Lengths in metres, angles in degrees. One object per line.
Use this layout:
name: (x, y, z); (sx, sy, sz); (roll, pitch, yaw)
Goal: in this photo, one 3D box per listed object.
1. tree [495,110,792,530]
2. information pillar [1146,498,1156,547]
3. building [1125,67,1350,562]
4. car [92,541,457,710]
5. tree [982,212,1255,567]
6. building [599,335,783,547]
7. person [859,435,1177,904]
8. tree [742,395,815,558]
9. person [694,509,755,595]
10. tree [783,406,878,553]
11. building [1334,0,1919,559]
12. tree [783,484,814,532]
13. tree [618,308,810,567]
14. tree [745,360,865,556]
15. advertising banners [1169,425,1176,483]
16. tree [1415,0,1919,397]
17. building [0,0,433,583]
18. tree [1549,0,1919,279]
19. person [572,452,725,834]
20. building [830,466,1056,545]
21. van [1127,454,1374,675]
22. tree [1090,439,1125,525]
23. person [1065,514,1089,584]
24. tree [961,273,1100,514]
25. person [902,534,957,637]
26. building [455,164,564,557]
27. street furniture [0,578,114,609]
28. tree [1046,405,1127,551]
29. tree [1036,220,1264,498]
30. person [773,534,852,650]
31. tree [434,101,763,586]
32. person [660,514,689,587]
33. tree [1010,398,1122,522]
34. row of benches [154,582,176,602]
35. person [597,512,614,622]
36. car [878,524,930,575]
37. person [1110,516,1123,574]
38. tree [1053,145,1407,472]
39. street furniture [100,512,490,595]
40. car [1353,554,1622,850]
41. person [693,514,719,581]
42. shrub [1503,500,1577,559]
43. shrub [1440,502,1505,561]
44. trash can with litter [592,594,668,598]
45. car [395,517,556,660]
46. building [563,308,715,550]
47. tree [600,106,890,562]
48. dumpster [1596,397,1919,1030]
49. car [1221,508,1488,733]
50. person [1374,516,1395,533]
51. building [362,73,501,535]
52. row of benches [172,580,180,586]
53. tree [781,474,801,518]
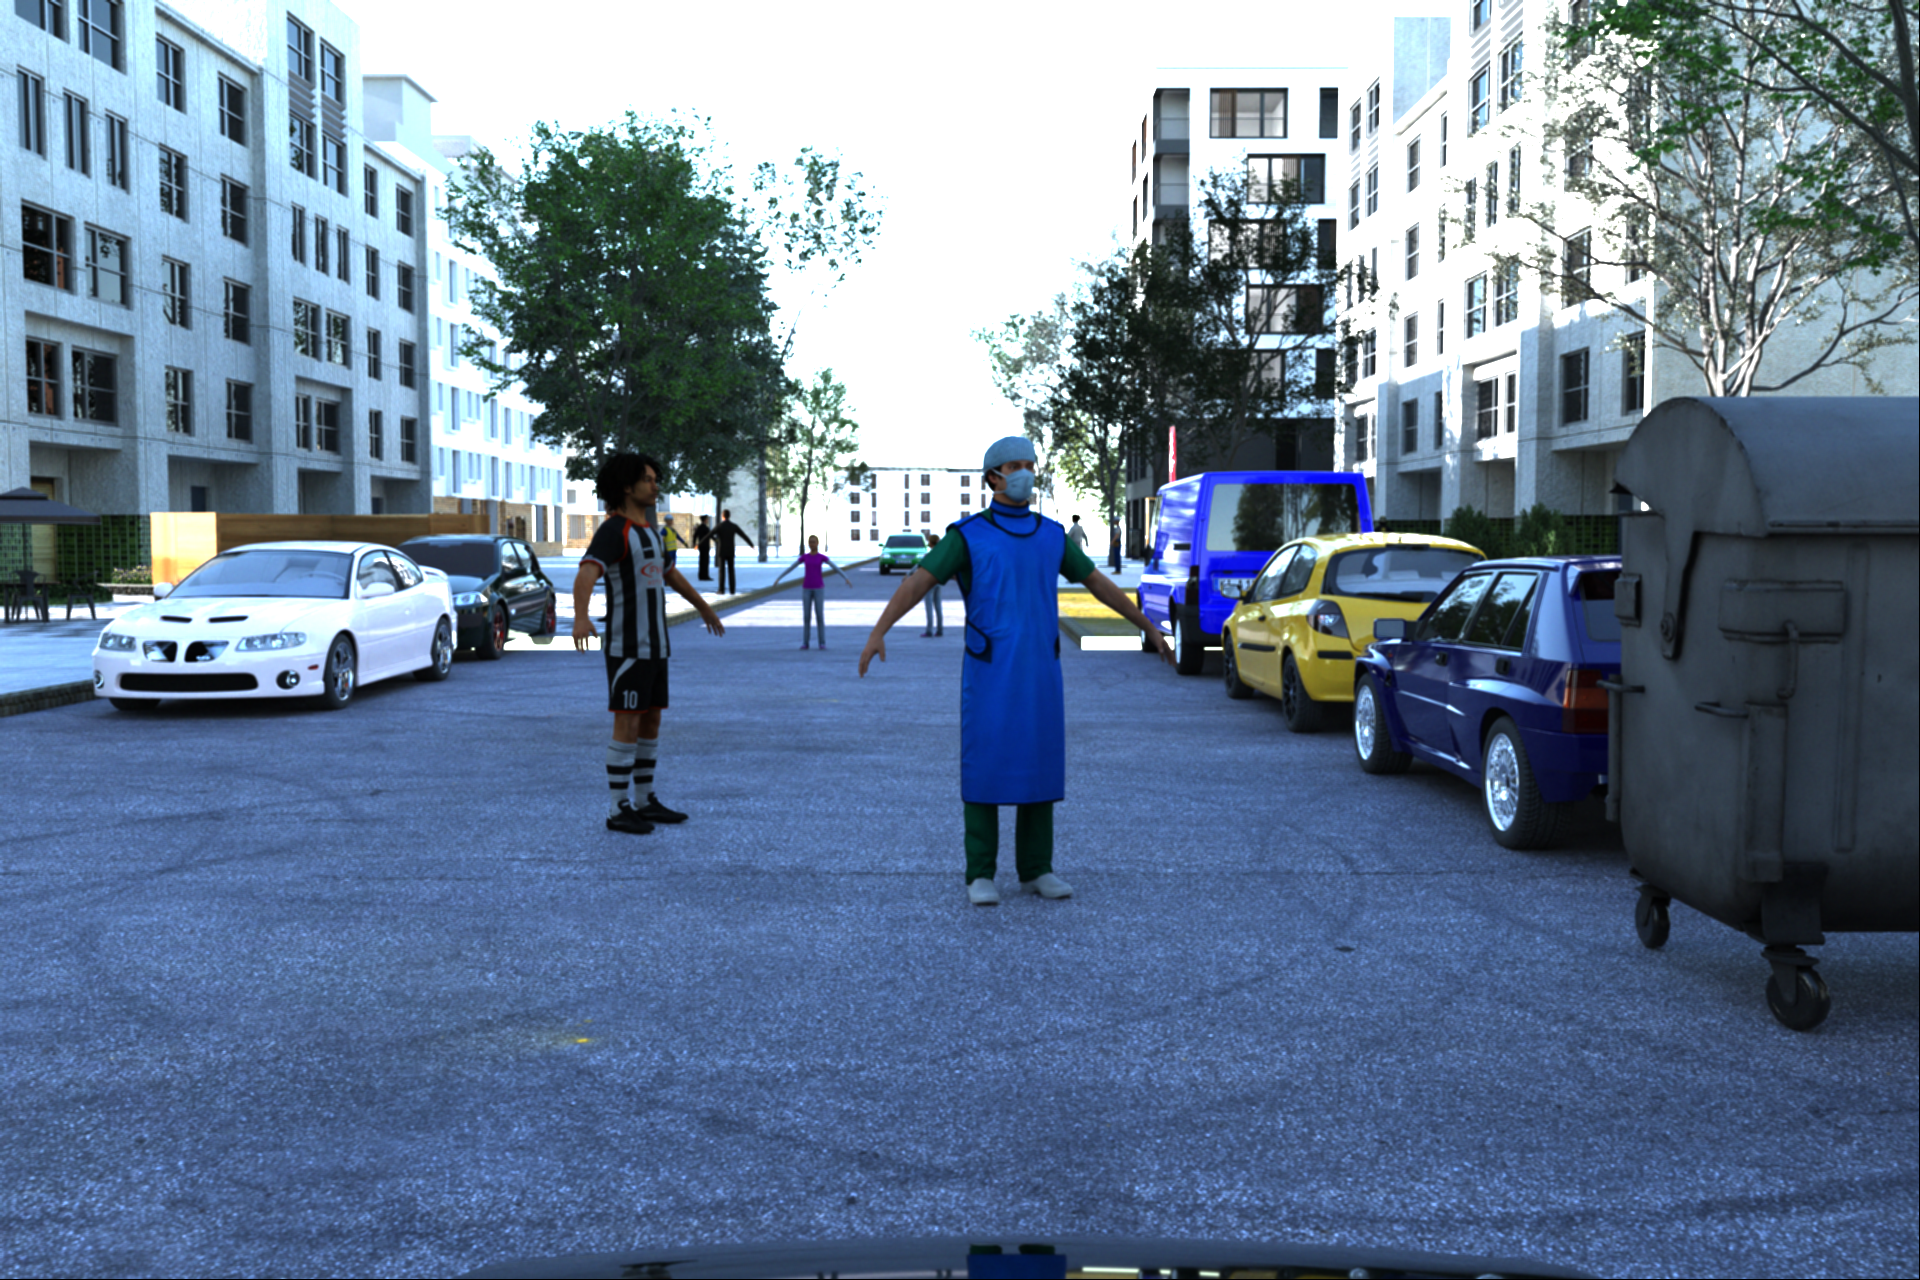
tree: (-9.454, -8.942, 52.862); (9.857, 13.997, 8.962); (0, 3, 0)
information pillar: (3.957, -1.889, 35.385); (0.304, 2.012, 0.304); (0, 4, 0)
building: (22.581, -15.193, 92.379); (27.936, 21.610, 32.646); (0, 4, 0)
car: (-5.956, -0.198, 15.595); (2.083, 1.381, 4.827); (0, 3, 0)
tree: (5.882, -9.595, 67.241); (12.009, 13.543, 11.850); (0, 3, 0)
building: (-28.835, -21.393, 180.709); (19.493, 23.208, 18.063); (0, 4, 0)
person: (0.214, 0.109, 6.797); (1.347, 1.817, 0.704); (-1, 4, -23)
tree: (-9.643, -8.601, 90.986); (4.360, 8.622, 3.978); (0, 3, 0)
person: (-4.961, -1.865, 36.712); (1.346, 1.802, 0.704); (-2, 4, -25)
tree: (-8.966, -11.312, 119.356); (7.601, 10.594, 8.767); (-3, 4, -36)
building: (23.098, -11.362, 52.226); (16.747, 18.905, 31.486); (0, 4, 0)
tree: (-19.965, -16.443, 219.203); (4.360, 8.622, 3.978); (0, 3, 0)
tree: (-9.486, -8.082, 66.550); (8.767, 10.594, 7.601); (1, 4, 11)
tree: (-9.241, -10.827, 102.781); (9.928, 11.665, 9.643); (0, 3, 0)
advertising banners: (3.400, -1.995, 28.806); (0.090, 3.025, 2.074); (0, 4, -1)
tree: (13.067, -7.271, 29.246); (12.009, 13.543, 11.850); (0, 3, 0)
building: (-29.136, -11.363, 52.242); (16.747, 18.905, 31.486); (0, 4, 0)
tree: (9.008, -5.466, 15.120); (9.928, 11.665, 9.643); (0, 3, 0)
person: (-1.552, 0.011, 8.427); (0.704, 1.843, 1.345); (1, 4, 19)
building: (-2.090, -16.567, 215.469); (28.070, 9.664, 9.099); (0, 4, -7)
van: (3.135, -0.909, 19.251); (2.240, 2.365, 5.245); (0, 3, 0)
tree: (21.241, -19.048, 218.095); (9.857, 13.997, 8.962); (0, 3, 0)
person: (2.978, -2.377, 45.051); (0.705, 1.806, 1.347); (3, 5, 41)
tree: (6.525, -16.554, 126.550); (12.611, 20.169, 13.585); (0, 3, 0)
person: (-0.408, -0.760, 24.156); (0.991, 1.433, 0.599); (-3, 5, -42)
building: (-28.516, -14.290, 90.067); (16.016, 20.090, 11.380); (0, 4, -1)
street furniture: (-20.547, -0.879, 29.991); (10.072, 0.657, 5.734); (0, 4, 2)
tree: (6.233, -8.385, 87.464); (4.737, 8.622, 4.395); (0, 3, 0)
tree: (5.784, -7.221, 52.474); (7.601, 10.594, 8.767); (-1, 4, -21)
person: (-1.825, -0.594, 21.442); (0.991, 1.433, 0.599); (0, 4, 5)
tree: (-8.734, -7.171, 42.995); (9.928, 11.665, 9.643); (0, 3, 0)
person: (-7.026, -2.193, 42.320); (0.721, 1.772, 1.216); (2, 4, 27)
tree: (6.550, -10.952, 113.482); (8.767, 10.594, 7.601); (1, 4, 11)
row of benches: (-9.023, -0.443, 22.707); (4.104, 0.672, 1.422); (2, 4, 32)
person: (-5.064, -1.163, 25.200); (0.705, 1.806, 1.347); (-3, 5, -40)
car: (-1.939, -3.272, 62.286); (1.959, 1.807, 4.718); (0, 4, 0)
person: (5.003, -3.026, 55.326); (0.705, 1.847, 1.347); (1, 4, 14)
tree: (6.422, -6.619, 42.633); (8.767, 10.594, 7.601); (0, 4, 7)
street furniture: (-14.063, -1.990, 39.391); (11.010, 1.723, 9.812); (2, 4, 25)
car: (3.297, 0.206, 9.217); (1.945, 1.354, 3.894); (0, 4, -1)
person: (-7.034, -2.561, 47.812); (0.705, 1.837, 1.347); (-3, 5, -42)
shrub: (12.789, -2.062, 38.140); (1.690, 2.028, 1.600); (0, 3, 0)
shrub: (11.810, -2.199, 40.371); (1.690, 2.028, 1.600); (0, 3, 0)
trash can with litter: (-6.679, -1.492, 35.446); (1.678, 1.210, 2.233); (0, 4, 1)
car: (-6.107, -0.683, 20.951); (2.009, 1.686, 4.222); (0, 4, 0)
building: (-27.396, -17.664, 145.227); (16.016, 20.090, 11.380); (0, 4, 0)
tree: (-10.348, -13.616, 78.518); (12.611, 20.169, 13.585); (0, 3, 0)
dumpster: (3.112, 0.168, 5.468); (1.865, 1.857, 1.264); (0, 4, 0)
car: (3.196, -0.227, 13.933); (2.015, 1.641, 3.980); (0, 4, -1)
person: (13.200, -2.958, 54.140); (1.354, 1.856, 0.705); (0, 4, 6)
building: (-27.733, -13.217, 72.518); (16.016, 20.090, 11.380); (0, 4, 1)
row of benches: (-9.842, -0.661, 26.264); (1.422, 0.672, 4.104); (3, 4, 38)
tree: (-22.526, -17.003, 212.413); (7.601, 10.594, 8.767); (0, 4, -7)
